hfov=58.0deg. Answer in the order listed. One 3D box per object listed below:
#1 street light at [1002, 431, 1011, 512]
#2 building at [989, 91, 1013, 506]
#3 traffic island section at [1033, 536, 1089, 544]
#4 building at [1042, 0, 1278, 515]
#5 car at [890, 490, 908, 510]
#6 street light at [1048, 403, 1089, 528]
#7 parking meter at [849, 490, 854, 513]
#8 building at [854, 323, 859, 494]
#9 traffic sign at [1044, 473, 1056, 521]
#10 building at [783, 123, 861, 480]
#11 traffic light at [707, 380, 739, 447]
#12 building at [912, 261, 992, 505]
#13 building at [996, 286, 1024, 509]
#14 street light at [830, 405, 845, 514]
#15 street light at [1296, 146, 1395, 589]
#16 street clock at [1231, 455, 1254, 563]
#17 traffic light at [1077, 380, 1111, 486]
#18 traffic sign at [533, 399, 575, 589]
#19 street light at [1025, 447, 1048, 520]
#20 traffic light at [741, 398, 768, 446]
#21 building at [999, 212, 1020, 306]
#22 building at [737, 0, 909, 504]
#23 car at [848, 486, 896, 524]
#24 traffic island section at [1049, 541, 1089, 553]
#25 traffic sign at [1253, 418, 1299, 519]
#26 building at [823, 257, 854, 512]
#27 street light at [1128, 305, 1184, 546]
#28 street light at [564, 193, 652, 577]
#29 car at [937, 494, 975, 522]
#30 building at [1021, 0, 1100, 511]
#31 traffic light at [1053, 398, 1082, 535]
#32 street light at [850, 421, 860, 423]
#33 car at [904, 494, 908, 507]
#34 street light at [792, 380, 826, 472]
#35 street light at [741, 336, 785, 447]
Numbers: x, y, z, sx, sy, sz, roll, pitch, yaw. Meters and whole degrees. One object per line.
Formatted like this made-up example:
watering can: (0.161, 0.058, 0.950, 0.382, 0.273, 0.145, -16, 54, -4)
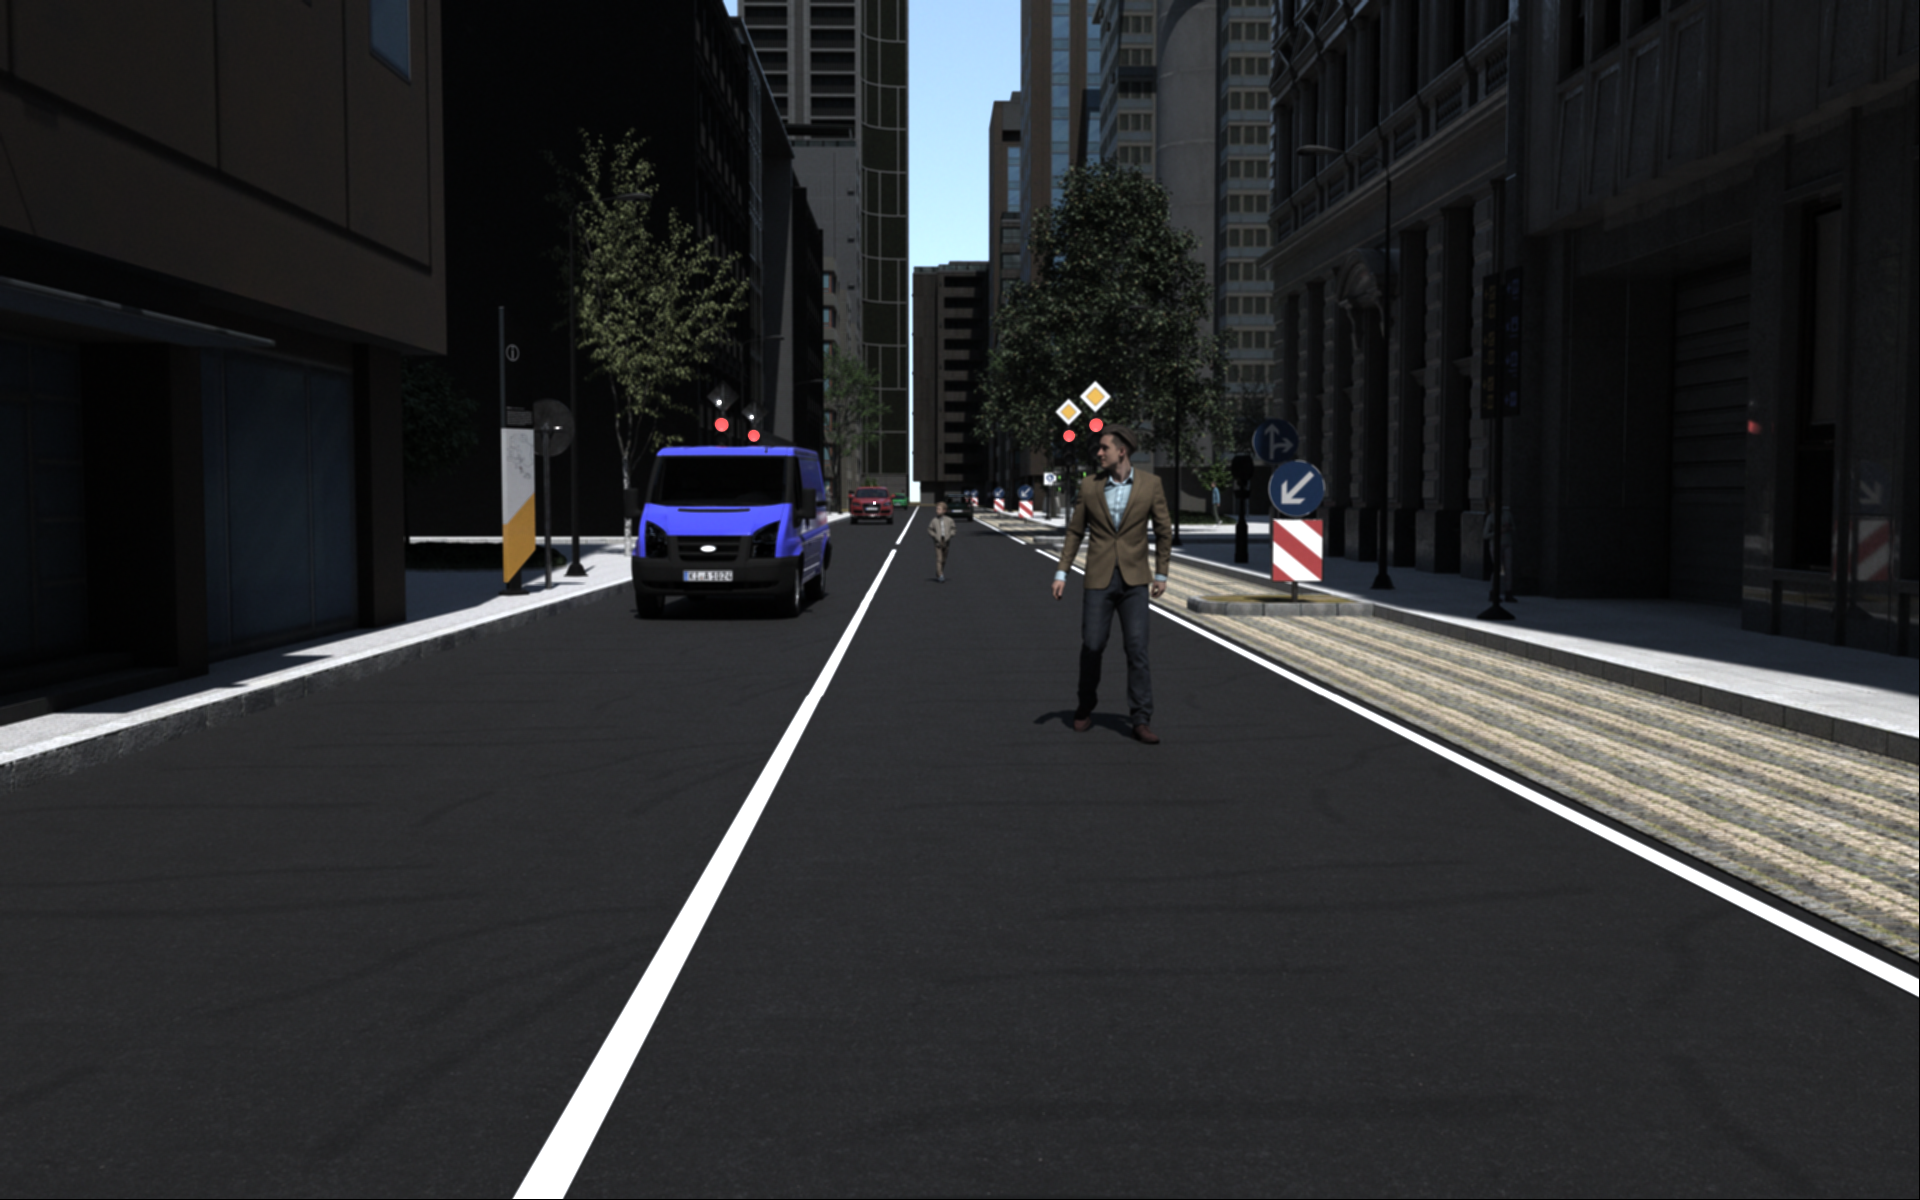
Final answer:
street light: (3.507, -8.159, 105.934, 1.470, 5.913, 1.316, 0, 4, -1)
building: (10.385, -33.255, 193.823, 14.600, 45.320, 14.200, 0, 4, -1)
traffic island section: (3.209, -1.763, 51.103, 2.009, 0.180, 2.903, 0, 4, -1)
building: (22.054, -25.827, 114.150, 32.217, 40.220, 23.993, 0, 4, -1)
car: (-5.676, -9.084, 157.326, 1.959, 1.807, 4.718, 0, 4, -2)
street light: (4.253, -5.717, 66.016, 1.470, 5.913, 1.316, 0, 4, -1)
parking meter: (-7.407, -6.719, 118.270, 0.372, 1.533, 0.369, 0, 3, 0)
building: (-24.269, -19.838, 169.384, 27.650, 21.520, 28.899, 0, 4, -1)
traffic sign: (4.329, -4.959, 83.206, 0.606, 2.300, 0.079, 0, 4, 6)
building: (-18.143, -31.210, 193.877, 14.086, 41.232, 14.154, 0, 4, -1)
traffic light: (-5.830, -3.296, 42.805, 0.839, 4.253, 0.868, 0, 4, -1)
building: (0.950, -27.276, 217.655, 14.107, 30.474, 14.160, 0, 4, -1)
building: (17.721, -19.161, 158.316, 27.650, 21.520, 28.899, 0, 4, -1)
street light: (-6.667, -7.182, 89.965, 1.470, 5.913, 1.316, 0, 4, -1)
street light: (5.184, -3.103, 23.275, 1.470, 5.913, 1.316, 0, 4, -1)
street clock: (5.244, -1.690, 32.209, 0.358, 2.002, 0.471, 3, 4, 38)
traffic light: (3.329, -3.308, 43.005, 0.839, 4.253, 0.868, 0, 4, -1)
traffic sign: (-5.542, -1.415, 23.243, 0.768, 2.556, 0.104, 0, 4, 7)
street light: (3.853, -6.964, 86.403, 1.470, 5.913, 1.316, 0, 4, -1)
traffic light: (-5.991, -3.784, 50.788, 0.839, 4.253, 0.868, 0, 4, -1)
building: (11.005, -24.934, 179.375, 14.160, 30.474, 14.107, 0, 4, -1)
building: (-16.824, -47.780, 219.460, 20.611, 71.187, 20.563, 0, 4, -1)
car: (-4.240, -4.573, 83.448, 2.281, 1.827, 5.304, 0, 4, -3)
traffic island section: (3.370, -1.275, 43.120, 2.009, 0.180, 2.903, 0, 4, -1)
traffic sign: (5.327, -1.785, 29.290, 0.768, 2.556, 0.104, 0, 4, 8)
building: (-23.282, -18.074, 140.553, 27.650, 21.520, 28.899, 0, 4, -1)
street light: (4.833, -4.298, 42.806, 1.470, 5.913, 1.316, 0, 4, -1)
street light: (-5.457, -3.324, 26.889, 1.470, 5.913, 1.316, 0, 4, -1)
car: (-0.185, -4.988, 91.333, 2.009, 1.686, 4.222, 0, 4, -1)
building: (12.005, -29.689, 135.523, 14.600, 45.320, 14.200, 0, 4, -1)
traffic light: (3.168, -3.796, 50.988, 0.839, 4.253, 0.868, 0, 4, -1)
street light: (-7.107, -8.443, 110.579, 1.470, 5.913, 1.316, 0, 4, -1)
car: (-6.662, -10.874, 189.587, 2.131, 1.459, 4.920, 0, 4, 1)
street light: (-6.231, -5.987, 70.436, 1.470, 5.913, 1.316, 0, 4, -1)
street light: (-5.843, -4.793, 50.906, 1.470, 5.913, 1.316, 0, 4, -1)
